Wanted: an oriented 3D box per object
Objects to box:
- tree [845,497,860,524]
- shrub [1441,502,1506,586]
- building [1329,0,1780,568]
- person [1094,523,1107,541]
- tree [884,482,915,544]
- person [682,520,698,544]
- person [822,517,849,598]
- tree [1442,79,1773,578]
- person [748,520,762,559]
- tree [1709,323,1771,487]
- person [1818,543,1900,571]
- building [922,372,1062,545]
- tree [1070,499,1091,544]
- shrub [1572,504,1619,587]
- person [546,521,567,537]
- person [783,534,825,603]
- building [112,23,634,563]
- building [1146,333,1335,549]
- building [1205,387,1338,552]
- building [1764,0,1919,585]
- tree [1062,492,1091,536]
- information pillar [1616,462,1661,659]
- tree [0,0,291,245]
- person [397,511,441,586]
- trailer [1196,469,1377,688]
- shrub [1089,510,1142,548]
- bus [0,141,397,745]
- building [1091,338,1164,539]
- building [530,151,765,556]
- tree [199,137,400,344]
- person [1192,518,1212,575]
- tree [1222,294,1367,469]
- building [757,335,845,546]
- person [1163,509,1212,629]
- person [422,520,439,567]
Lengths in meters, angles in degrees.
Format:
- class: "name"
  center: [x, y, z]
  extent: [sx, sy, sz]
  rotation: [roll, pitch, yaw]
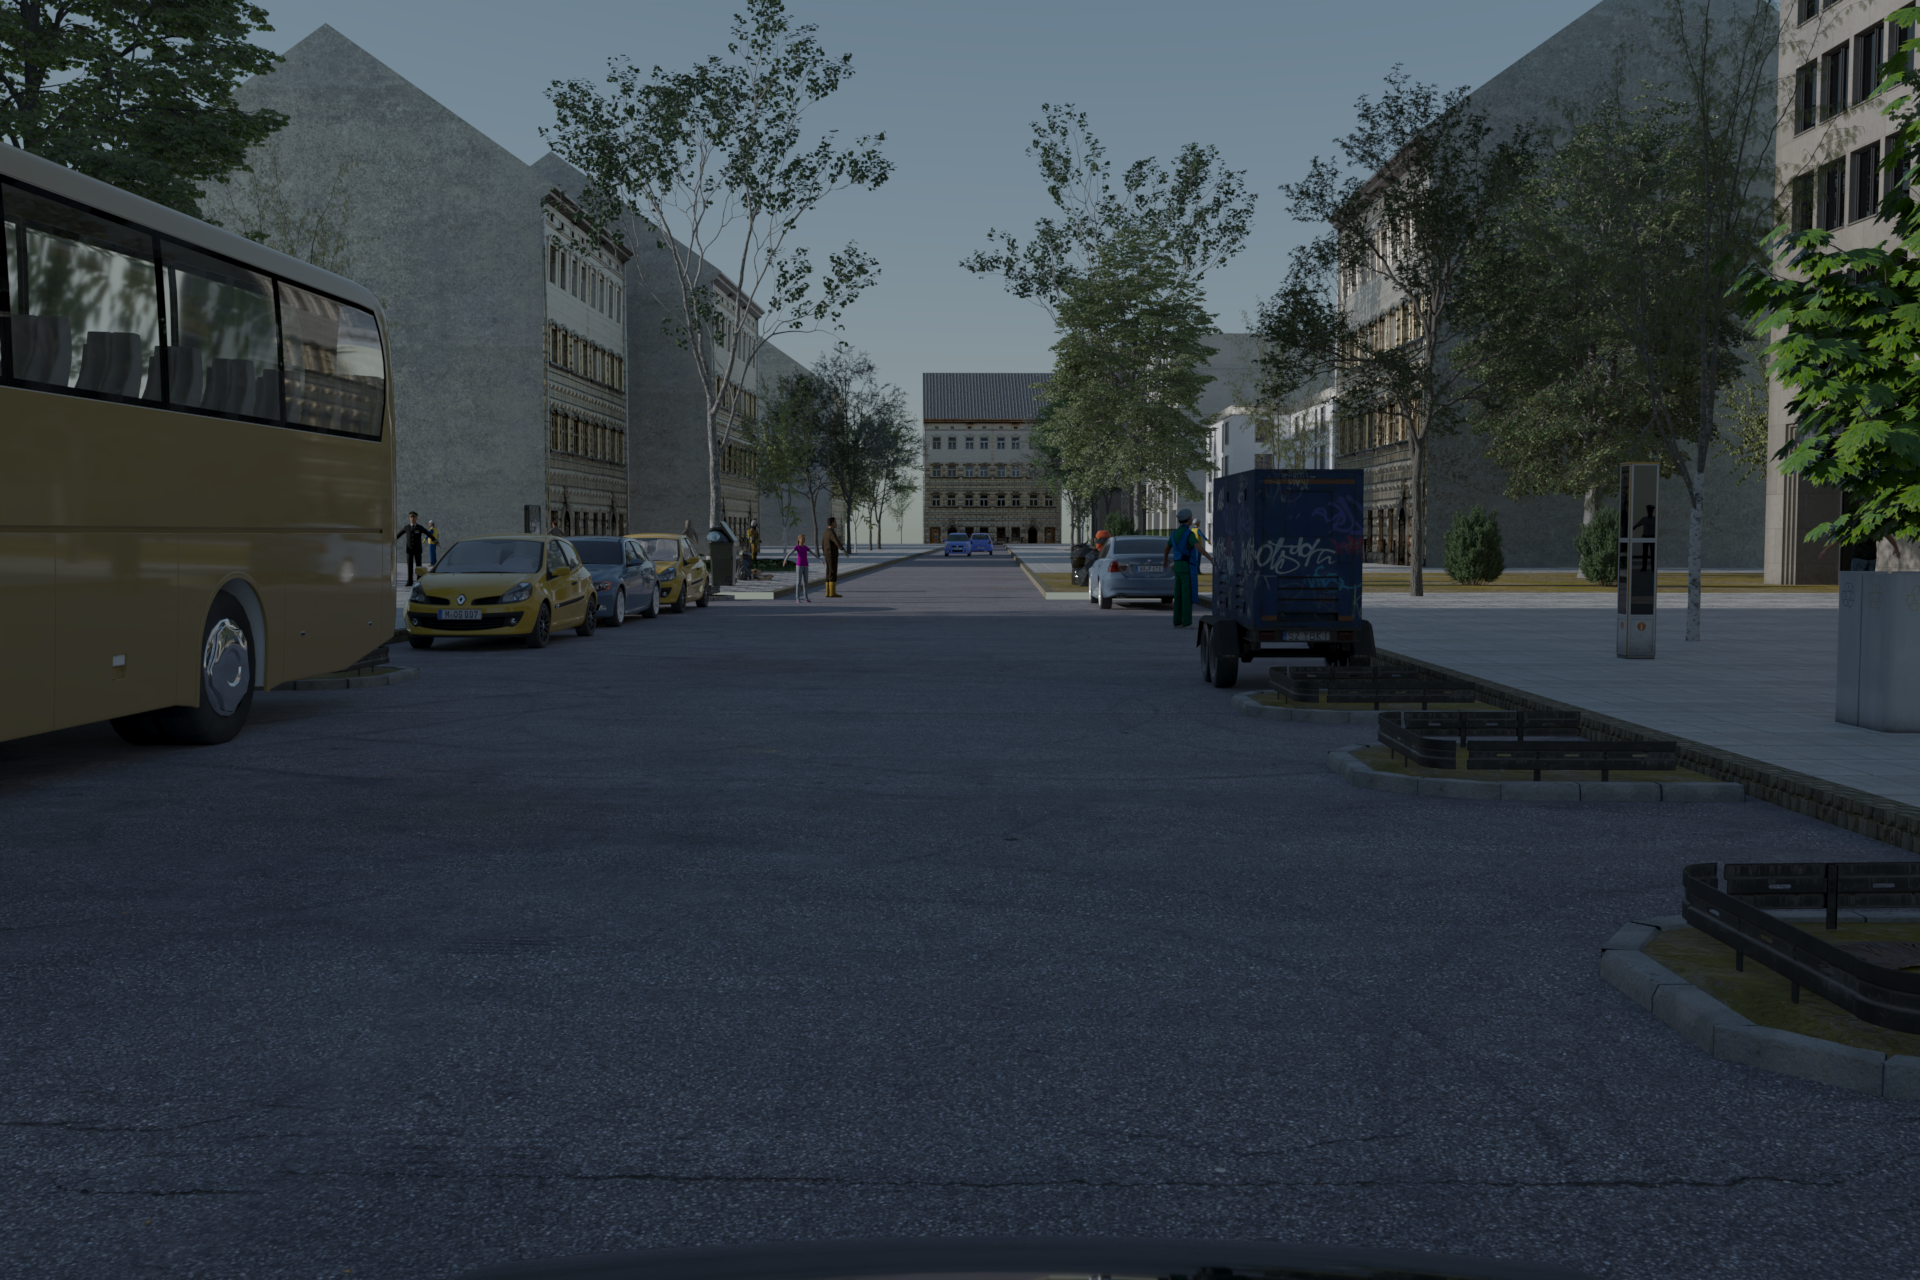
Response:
- class: "tree"
  center: [-16.570, -19.220, 232.373]
  extent: [7.486, 12.596, 7.792]
  rotation: [0, 3, 0]
- class: "shrub"
  center: [12.807, -2.390, 43.122]
  extent: [1.661, 2.075, 1.752]
  rotation: [0, 3, 0]
- class: "building"
  center: [27.140, -14.873, 74.099]
  extent: [19.493, 23.208, 18.063]
  rotation: [0, 4, 1]
- class: "person"
  center: [6.218, -4.059, 73.173]
  extent: [1.217, 1.733, 0.721]
  rotation: [0, 4, 6]
- class: "tree"
  center: [-7.625, -17.245, 232.320]
  extent: [4.360, 8.622, 3.978]
  rotation: [0, 3, 0]
- class: "person"
  center: [-10.179, -3.590, 64.818]
  extent: [0.705, 1.813, 1.348]
  rotation: [2, 4, 29]
- class: "person"
  center: [-2.869, -1.868, 39.138]
  extent: [0.704, 1.812, 1.346]
  rotation: [-2, 4, -27]
- class: "tree"
  center: [18.476, -8.799, 50.523]
  extent: [9.857, 13.997, 8.962]
  rotation: [0, 3, 0]
- class: "person"
  center: [-8.541, -4.065, 72.225]
  extent: [0.705, 1.858, 1.354]
  rotation: [1, 4, 8]
- class: "tree"
  center: [26.758, -6.508, 56.768]
  extent: [4.737, 8.622, 4.395]
  rotation: [0, 3, 0]
- class: "person"
  center: [13.843, -1.244, 26.558]
  extent: [1.348, 1.803, 0.705]
  rotation: [0, 4, -8]
- class: "building"
  center: [3.998, -24.527, 234.402]
  extent: [18.063, 23.208, 19.493]
  rotation: [0, 4, -2]
- class: "tree"
  center: [17.082, -17.371, 234.372]
  extent: [4.737, 8.622, 4.395]
  rotation: [0, 3, 0]
- class: "shrub"
  center: [15.804, -2.309, 42.175]
  extent: [1.690, 2.028, 1.600]
  rotation: [0, 3, 0]
- class: "person"
  center: [-16.380, -3.900, 70.038]
  extent: [1.348, 1.796, 0.705]
  rotation: [-3, 4, -38]
- class: "person"
  center: [-3.273, -1.501, 36.271]
  extent: [0.991, 1.433, 0.599]
  rotation: [-2, 4, -34]
- class: "building"
  center: [-27.217, -15.486, 84.129]
  extent: [19.493, 23.208, 18.063]
  rotation: [0, 4, 0]
- class: "building"
  center: [27.064, -18.019, 161.074]
  extent: [16.747, 18.905, 31.486]
  rotation: [0, 4, 1]
- class: "building"
  center: [22.227, -10.459, 113.157]
  extent: [9.099, 9.664, 28.070]
  rotation: [0, 4, 1]
- class: "building"
  center: [29.772, -13.631, 25.028]
  extent: [24.374, 26.755, 37.873]
  rotation: [0, 4, 1]
- class: "tree"
  center: [16.215, -17.047, 229.077]
  extent: [4.360, 8.622, 3.978]
  rotation: [0, 3, 0]
- class: "information pillar"
  center: [6.975, -0.815, 17.822]
  extent: [0.304, 2.012, 0.304]
  rotation: [0, 4, 1]
- class: "tree"
  center: [-12.471, -6.416, 23.028]
  extent: [7.486, 12.596, 7.792]
  rotation: [0, 3, 0]
- class: "person"
  center: [-13.385, -2.233, 42.451]
  extent: [1.347, 1.837, 0.705]
  rotation: [0, 4, -5]
- class: "trailer"
  center: [3.079, -0.619, 17.167]
  extent: [1.471, 1.999, 3.904]
  rotation: [0, 4, 0]
- class: "shrub"
  center: [4.961, -3.108, 54.863]
  extent: [1.661, 2.075, 1.752]
  rotation: [0, 3, 0]
- class: "bus"
  center: [-6.235, -1.065, 8.963]
  extent: [2.896, 3.916, 12.252]
  rotation: [0, 4, 1]
- class: "building"
  center: [28.704, -21.546, 196.252]
  extent: [27.936, 21.610, 32.646]
  rotation: [0, 4, 1]
- class: "building"
  center: [-23.202, -17.009, 109.023]
  extent: [19.493, 23.208, 18.063]
  rotation: [0, 4, 2]
- class: "tree"
  center: [-12.019, -4.985, 31.866]
  extent: [4.360, 8.622, 3.978]
  rotation: [0, 3, 0]
- class: "person"
  center: [7.492, -2.923, 54.261]
  extent: [0.721, 1.772, 1.216]
  rotation: [-2, 4, -26]
- class: "tree"
  center: [9.723, -6.321, 53.707]
  extent: [4.360, 8.622, 3.978]
  rotation: [0, 3, 0]
- class: "building"
  center: [-22.614, -21.940, 189.654]
  extent: [19.493, 23.208, 18.063]
  rotation: [0, 4, 1]
- class: "person"
  center: [3.441, -1.084, 26.310]
  extent: [0.704, 1.817, 1.347]
  rotation: [-2, 4, -28]
- class: "person"
  center: [-20.805, -3.808, 68.233]
  extent: [0.705, 1.833, 1.349]
  rotation: [0, 4, 6]
